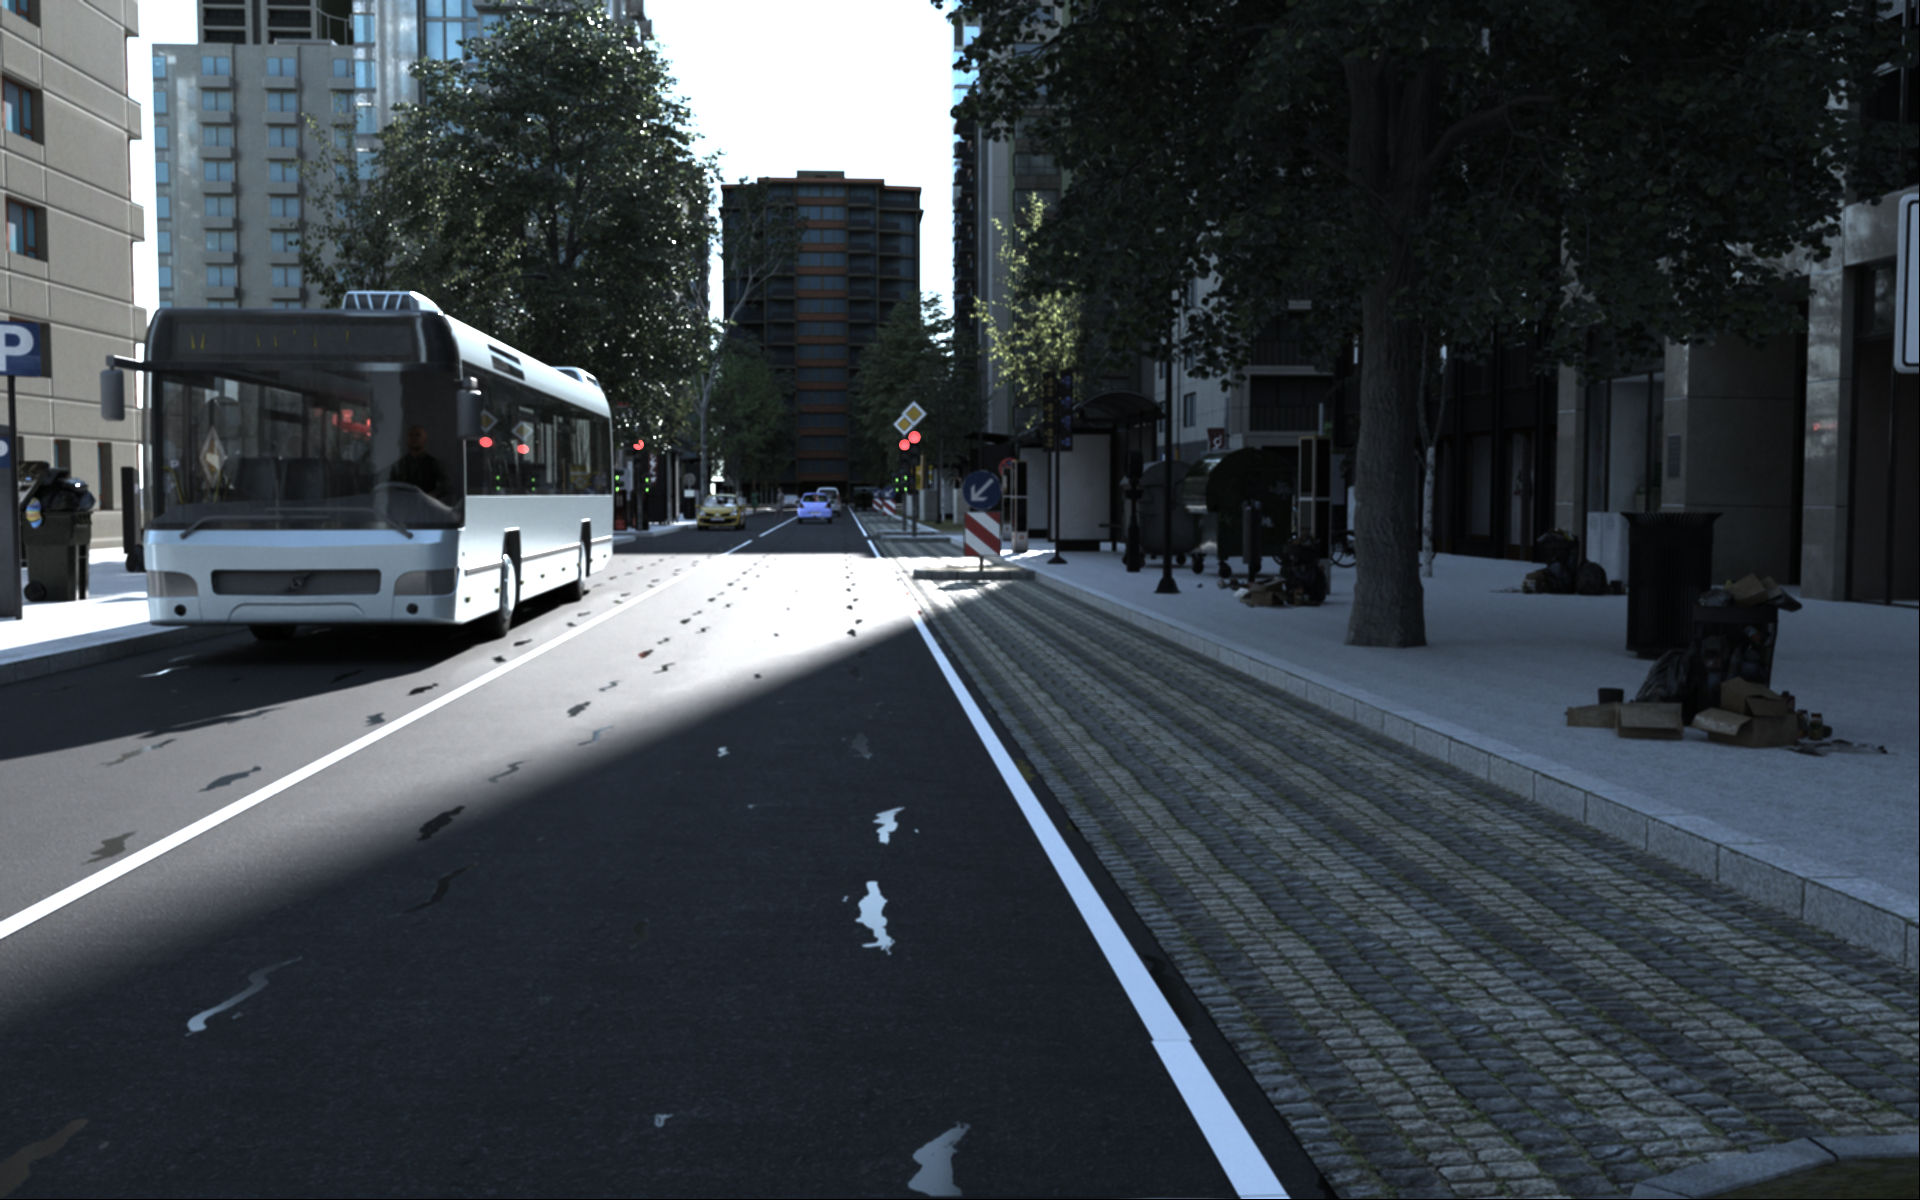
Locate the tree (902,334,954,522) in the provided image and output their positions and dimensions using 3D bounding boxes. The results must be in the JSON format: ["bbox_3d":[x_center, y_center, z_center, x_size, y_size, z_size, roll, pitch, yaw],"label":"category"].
[{"bbox_3d":[-0.539,-7.965,80.585,4.360,8.622,3.978,0,3,0],"label":"tree"}]

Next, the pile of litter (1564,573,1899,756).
[{"bbox_3d":[4.003,0.291,9.200,1.176,0.858,1.719,-1,4,-17],"label":"pile of litter"}]

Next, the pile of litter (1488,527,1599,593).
[{"bbox_3d":[7.819,-0.520,22.475,1.176,0.858,1.719,-3,5,-45],"label":"pile of litter"}]

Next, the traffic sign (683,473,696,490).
[{"bbox_3d":[-16.549,-6.479,106.039,0.768,2.556,0.104,0,4,-3],"label":"traffic sign"}]

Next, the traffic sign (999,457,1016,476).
[{"bbox_3d":[1.722,-3.667,60.060,0.768,2.556,0.104,0,4,4],"label":"traffic sign"}]

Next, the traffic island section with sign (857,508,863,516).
[{"bbox_3d":[-5.481,-6.332,112.157,1.989,1.847,2.006,0,4,-4],"label":"traffic island section with sign"}]

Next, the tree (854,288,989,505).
[{"bbox_3d":[-2.296,-10.888,96.139,7.486,12.596,7.792,0,3,0],"label":"tree"}]

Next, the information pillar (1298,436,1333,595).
[{"bbox_3d":[4.533,-1.078,22.121,0.304,2.012,0.304,-2,4,-29],"label":"information pillar"}]

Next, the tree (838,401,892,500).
[{"bbox_3d":[-9.059,-18.286,209.338,12.009,13.543,11.850,0,3,0],"label":"tree"}]

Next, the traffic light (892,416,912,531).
[{"bbox_3d":[-1.949,-4.355,60.130,0.839,4.253,0.868,0,4,-4],"label":"traffic light"}]

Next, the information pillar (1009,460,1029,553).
[{"bbox_3d":[1.314,-2.048,37.979,0.304,2.012,0.304,-1,4,-14],"label":"information pillar"}]

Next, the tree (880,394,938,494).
[{"bbox_3d":[-3.574,-10.171,116.662,4.737,8.622,4.395,0,3,0],"label":"tree"}]

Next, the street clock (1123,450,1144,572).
[{"bbox_3d":[2.857,-1.464,28.504,0.358,2.002,0.471,0,4,-6],"label":"street clock"}]

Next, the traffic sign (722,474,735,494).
[{"bbox_3d":[-15.097,-6.906,112.922,0.884,2.594,0.081,0,4,-2],"label":"traffic sign"}]

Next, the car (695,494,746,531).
[{"bbox_3d":[-9.540,-3.613,69.289,2.015,1.641,3.980,0,4,-3],"label":"car"}]

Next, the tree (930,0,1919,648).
[{"bbox_3d":[3.745,-6.586,14.343,9.857,13.997,8.962,0,3,0],"label":"tree"}]

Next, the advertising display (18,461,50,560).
[{"bbox_3d":[-18.255,-1.754,33.891,0.974,1.923,0.123,1,4,11],"label":"advertising display"}]

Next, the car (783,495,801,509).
[{"bbox_3d":[-16.592,-9.642,170.016,2.083,1.381,4.827,0,4,-4],"label":"car"}]

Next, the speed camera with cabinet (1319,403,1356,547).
[{"bbox_3d":[8.499,-2.638,37.460,2.038,3.252,0.660,3,5,44],"label":"speed camera with cabinet"}]

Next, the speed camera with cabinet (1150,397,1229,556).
[{"bbox_3d":[4.845,-2.538,35.835,0.660,3.252,2.038,-3,5,-43],"label":"speed camera with cabinet"}]

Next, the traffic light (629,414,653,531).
[{"bbox_3d":[-10.988,-4.316,59.495,0.839,4.253,0.868,0,4,-4],"label":"traffic light"}]

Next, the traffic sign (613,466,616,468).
[{"bbox_3d":[-13.478,-4.038,66.132,0.768,2.556,0.104,0,4,0],"label":"traffic sign"}]

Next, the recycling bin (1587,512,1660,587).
[{"bbox_3d":[9.273,-0.713,24.213,0.722,1.027,0.722,-1,4,-17],"label":"recycling bin"}]

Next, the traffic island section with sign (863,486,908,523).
[{"bbox_3d":[-3.596,-4.658,84.788,1.989,1.847,2.006,0,4,-4],"label":"traffic island section with sign"}]

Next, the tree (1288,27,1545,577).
[{"bbox_3d":[7.211,-4.677,26.838,4.360,8.622,3.978,0,3,0],"label":"tree"}]

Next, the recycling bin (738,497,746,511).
[{"bbox_3d":[-16.579,-7.216,130.532,0.722,1.027,0.722,2,4,24],"label":"recycling bin"}]

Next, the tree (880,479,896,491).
[{"bbox_3d":[-8.010,-11.997,190.753,1.663,3.219,1.824,0,3,0],"label":"tree"}]

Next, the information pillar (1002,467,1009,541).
[{"bbox_3d":[1.351,-2.612,47.203,0.304,2.012,0.304,2,4,28],"label":"information pillar"}]

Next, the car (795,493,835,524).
[{"bbox_3d":[-7.152,-4.635,85.371,1.945,1.707,3.694,0,4,-5],"label":"car"}]

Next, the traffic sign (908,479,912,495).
[{"bbox_3d":[-3.180,-6.570,107.529,0.768,2.556,0.104,0,4,3],"label":"traffic sign"}]

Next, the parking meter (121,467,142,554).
[{"bbox_3d":[-17.893,-1.939,37.417,0.255,1.863,0.399,0,4,0],"label":"parking meter"}]

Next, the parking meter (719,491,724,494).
[{"bbox_3d":[-17.141,-7.113,124.700,0.372,1.533,0.369,0,3,0],"label":"parking meter"}]

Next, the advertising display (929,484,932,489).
[{"bbox_3d":[-1.510,-6.268,107.697,0.974,1.923,0.123,-3,5,-43],"label":"advertising display"}]

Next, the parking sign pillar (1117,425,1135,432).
[{"bbox_3d":[5.180,-3.890,52.076,1.447,3.967,1.447,2,4,29],"label":"parking sign pillar"}]

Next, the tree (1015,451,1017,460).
[{"bbox_3d":[2.913,-7.578,107.612,4.285,4.588,4.351,0,3,0],"label":"tree"}]

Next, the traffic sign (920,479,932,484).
[{"bbox_3d":[-2.138,-6.646,109.852,0.795,2.450,0.064,0,4,2],"label":"traffic sign"}]

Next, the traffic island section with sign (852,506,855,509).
[{"bbox_3d":[-8.885,-9.366,161.763,1.989,1.847,2.006,0,4,-4],"label":"traffic island section with sign"}]

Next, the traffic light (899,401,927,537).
[{"bbox_3d":[-1.401,-3.868,52.164,0.839,4.253,0.868,0,4,-4],"label":"traffic light"}]

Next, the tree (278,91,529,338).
[{"bbox_3d":[-10.568,-5.018,32.407,4.360,8.622,3.978,0,3,0],"label":"tree"}]

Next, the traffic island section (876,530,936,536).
[{"bbox_3d":[-1.908,-2.322,60.247,2.009,0.180,2.903,0,4,-4],"label":"traffic island section"}]

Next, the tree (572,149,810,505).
[{"bbox_3d":[-15.461,-14.613,94.803,12.611,20.169,13.585,0,3,0],"label":"tree"}]

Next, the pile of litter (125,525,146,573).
[{"bbox_3d":[-13.240,-0.922,29.034,1.176,0.858,1.719,1,4,22],"label":"pile of litter"}]

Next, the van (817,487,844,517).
[{"bbox_3d":[-8.342,-6.259,109.344,2.013,2.044,4.112,0,4,-4],"label":"van"}]

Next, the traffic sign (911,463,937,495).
[{"bbox_3d":[-2.293,-7.119,110.272,2.265,3.308,0.079,0,4,3],"label":"traffic sign"}]

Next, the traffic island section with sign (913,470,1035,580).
[{"bbox_3d":[0.205,-1.281,29.567,1.989,1.847,2.006,0,4,-4],"label":"traffic island section with sign"}]

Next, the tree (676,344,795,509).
[{"bbox_3d":[-15.854,-11.893,120.214,9.928,11.665,9.643,0,3,0],"label":"tree"}]

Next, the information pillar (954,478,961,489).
[{"bbox_3d":[-0.097,-4.476,77.676,0.304,2.012,0.304,0,4,5],"label":"information pillar"}]

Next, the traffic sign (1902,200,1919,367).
[{"bbox_3d":[3.511,-0.235,5.974,0.606,2.300,0.079,0,4,5],"label":"traffic sign"}]

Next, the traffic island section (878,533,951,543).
[{"bbox_3d":[-1.360,-1.835,52.281,2.009,0.180,2.903,0,4,-4],"label":"traffic island section"}]

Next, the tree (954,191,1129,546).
[{"bbox_3d":[2.343,-5.609,42.067,4.360,8.622,3.978,0,3,0],"label":"tree"}]

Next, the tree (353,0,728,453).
[{"bbox_3d":[-10.363,-8.375,43.588,9.857,13.997,8.962,0,3,0],"label":"tree"}]

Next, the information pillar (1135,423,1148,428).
[{"bbox_3d":[5.022,-3.466,48.017,0.183,3.616,0.504,-2,4,-33],"label":"information pillar"}]

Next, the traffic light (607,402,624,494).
[{"bbox_3d":[-10.440,-3.829,51.528,0.839,4.253,0.868,0,4,-4],"label":"traffic light"}]

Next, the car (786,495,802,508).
[{"bbox_3d":[-16.879,-10.039,176.720,1.945,1.354,3.894,0,4,-4],"label":"car"}]

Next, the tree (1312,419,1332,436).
[{"bbox_3d":[14.559,-5.002,65.497,4.285,4.588,4.351,0,3,0],"label":"tree"}]

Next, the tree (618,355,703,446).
[{"bbox_3d":[-14.054,-8.010,81.326,4.360,8.622,3.978,0,3,0],"label":"tree"}]

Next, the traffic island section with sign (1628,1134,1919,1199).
[{"bbox_3d":[2.068,0.379,2.436,1.989,1.847,2.006,0,4,-4],"label":"traffic island section with sign"}]

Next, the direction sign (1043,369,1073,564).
[{"bbox_3d":[1.795,-2.440,31.895,0.379,3.537,0.876,-2,4,-33],"label":"direction sign"}]

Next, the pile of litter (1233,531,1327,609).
[{"bbox_3d":[3.738,-0.384,20.247,1.176,0.858,1.719,2,4,34],"label":"pile of litter"}]

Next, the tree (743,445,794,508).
[{"bbox_3d":[-21.799,-15.042,196.294,4.737,8.622,4.395,0,3,0],"label":"tree"}]
